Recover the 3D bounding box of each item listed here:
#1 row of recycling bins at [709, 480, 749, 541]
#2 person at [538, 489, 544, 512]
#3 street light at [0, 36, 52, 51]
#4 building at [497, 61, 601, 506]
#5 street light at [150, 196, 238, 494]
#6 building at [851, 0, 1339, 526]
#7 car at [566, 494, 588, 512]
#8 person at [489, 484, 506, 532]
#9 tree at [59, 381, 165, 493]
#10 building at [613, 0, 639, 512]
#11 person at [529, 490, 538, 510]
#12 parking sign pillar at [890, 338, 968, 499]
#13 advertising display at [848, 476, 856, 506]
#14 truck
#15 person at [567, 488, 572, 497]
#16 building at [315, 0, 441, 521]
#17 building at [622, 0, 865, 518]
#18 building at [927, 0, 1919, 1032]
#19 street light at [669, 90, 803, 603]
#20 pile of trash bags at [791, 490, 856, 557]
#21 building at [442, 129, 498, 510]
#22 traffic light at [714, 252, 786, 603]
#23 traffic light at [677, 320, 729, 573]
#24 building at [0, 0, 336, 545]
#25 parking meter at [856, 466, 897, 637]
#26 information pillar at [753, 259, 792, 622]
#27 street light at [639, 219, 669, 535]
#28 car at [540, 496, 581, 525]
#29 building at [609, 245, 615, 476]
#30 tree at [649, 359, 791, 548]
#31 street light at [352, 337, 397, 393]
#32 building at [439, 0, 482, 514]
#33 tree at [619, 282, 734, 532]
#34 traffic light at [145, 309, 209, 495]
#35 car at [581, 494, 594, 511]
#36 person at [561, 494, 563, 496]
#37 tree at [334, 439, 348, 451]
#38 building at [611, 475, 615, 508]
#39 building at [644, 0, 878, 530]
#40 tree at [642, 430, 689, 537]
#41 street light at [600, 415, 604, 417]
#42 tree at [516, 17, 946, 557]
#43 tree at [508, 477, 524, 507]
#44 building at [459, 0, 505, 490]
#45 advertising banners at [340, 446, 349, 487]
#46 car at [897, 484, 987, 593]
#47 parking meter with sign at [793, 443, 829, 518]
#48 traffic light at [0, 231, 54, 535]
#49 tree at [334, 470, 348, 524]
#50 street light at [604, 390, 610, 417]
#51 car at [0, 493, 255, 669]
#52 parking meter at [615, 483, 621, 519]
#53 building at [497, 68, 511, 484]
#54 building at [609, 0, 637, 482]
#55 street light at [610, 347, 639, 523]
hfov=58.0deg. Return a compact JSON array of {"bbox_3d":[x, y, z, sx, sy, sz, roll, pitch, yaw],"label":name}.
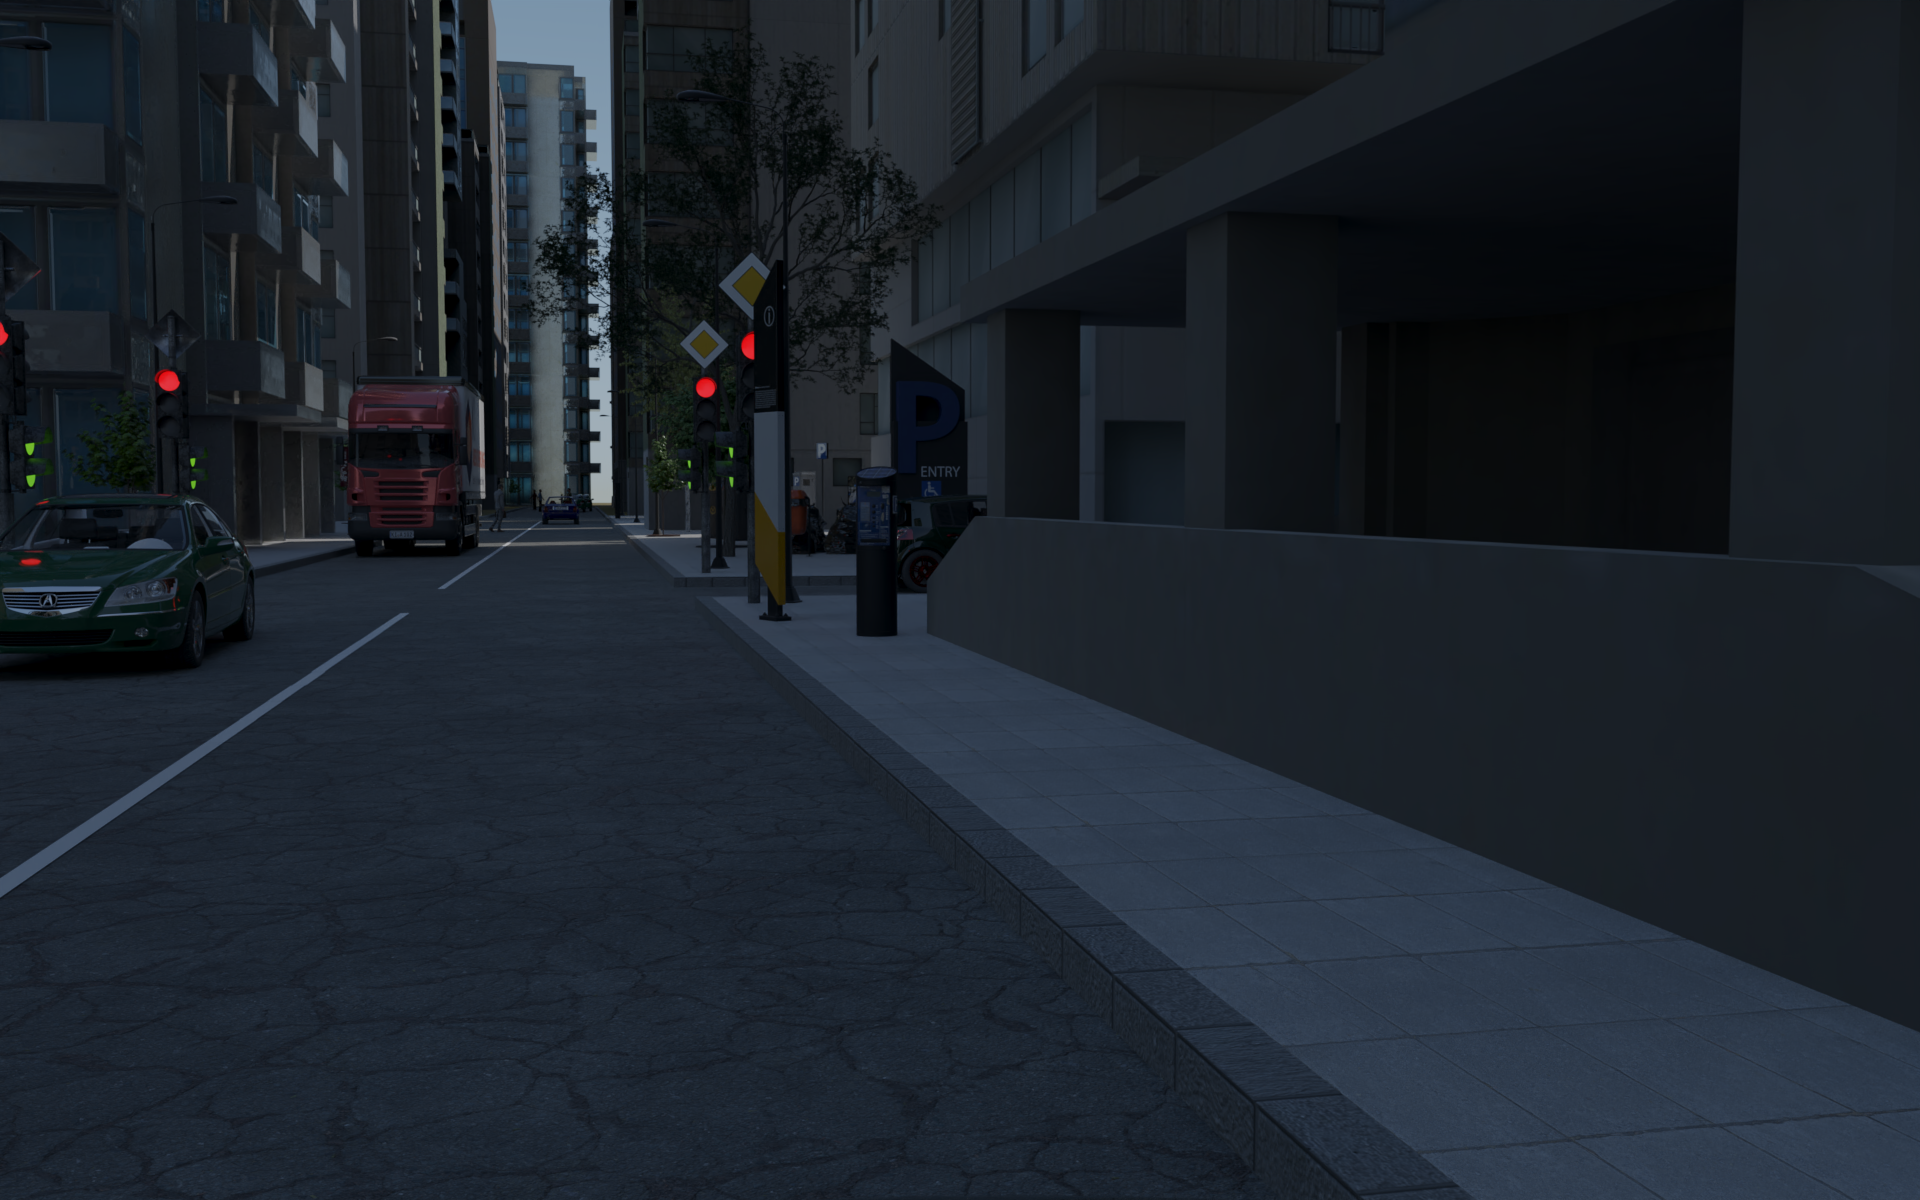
[{"bbox_3d":[-6.392,-2.556,48.901,1.069,1.692,3.534,-1,4,-18],"label":"row of recycling bins"},{"bbox_3d":[-33.688,-7.992,139.153,0.705,1.826,1.348,0,4,3],"label":"person"},{"bbox_3d":[-9.923,-2.759,17.645,1.470,5.913,1.316,-1,4,-12],"label":"street light"},{"bbox_3d":[-55.354,-34.922,190.587,30.456,49.044,23.786,-1,4,-12],"label":"building"},{"bbox_3d":[-11.954,-3.333,27.038,1.470,5.913,1.316,-1,4,-12],"label":"street light"},{"bbox_3d":[12.064,-27.783,43.493,27.495,52.752,28.713,-1,4,-12],"label":"building"},{"bbox_3d":[-30.352,-7.608,136.185,2.131,1.459,4.920,-1,4,-12],"label":"car"},{"bbox_3d":[-17.385,-3.475,65.433,0.709,1.813,0.853,3,4,39],"label":"person"},{"bbox_3d":[-14.044,-2.128,29.396,1.663,3.219,1.824,0,3,0],"label":"tree"},{"bbox_3d":[-15.372,-42.190,128.062,20.563,71.187,20.611,-1,4,-12],"label":"building"},{"bbox_3d":[-37.727,-8.868,153.454,1.348,1.831,0.705,3,5,44],"label":"person"},{"bbox_3d":[-0.536,-2.546,30.093,1.447,3.967,1.447,-1,4,-10],"label":"parking sign pillar"},{"bbox_3d":[-3.704,-3.425,61.212,0.123,1.923,0.974,-2,4,-30],"label":"advertising display"},{"bbox_3d":[-13.499,-3.333,43.412,2.839,4.237,11.283,-1,4,-12],"label":"truck"},{"bbox_3d":[-24.269,-6.045,107.436,0.705,1.812,1.348,-1,4,-20],"label":"person"},{"bbox_3d":[-33.326,-24.572,85.354,14.154,41.232,14.086,-1,4,-12],"label":"building"},{"bbox_3d":[-14.386,-20.743,110.849,14.160,30.474,14.107,-1,4,-12],"label":"building"},{"bbox_3d":[16.913,-19.543,11.405,32.217,40.220,23.993,-1,4,-12],"label":"building"},{"bbox_3d":[-2.570,-2.916,20.211,1.470,5.913,1.316,-1,4,-12],"label":"street light"},{"bbox_3d":[-3.015,-1.667,37.004,1.912,1.369,3.447,1,4,13],"label":"pile of trash bags"},{"bbox_3d":[-44.074,-22.268,135.779,14.160,30.474,14.107,-1,4,-12],"label":"building"},{"bbox_3d":[-2.441,-1.916,20.251,0.839,4.253,0.868,-1,4,-12],"label":"traffic light"},{"bbox_3d":[-4.148,-2.393,28.052,0.839,4.253,0.868,-1,4,-12],"label":"traffic light"},{"bbox_3d":[-28.185,-25.888,42.881,23.786,49.044,30.456,-1,4,-12],"label":"building"},{"bbox_3d":[-0.754,-0.445,15.684,0.372,1.533,0.369,0,3,0],"label":"parking meter"},{"bbox_3d":[-1.926,-1.603,17.558,0.183,3.616,0.504,-3,4,-36],"label":"information pillar"},{"bbox_3d":[-4.679,-3.488,29.568,1.470,5.913,1.316,-1,4,-12],"label":"street light"},{"bbox_3d":[-19.090,-4.295,82.810,1.945,1.354,3.894,-1,4,-13],"label":"car"},{"bbox_3d":[-31.642,-25.716,192.161,14.107,30.474,14.160,-1,4,-12],"label":"building"},{"bbox_3d":[-5.743,-3.547,41.703,4.285,4.588,4.351,0,3,0],"label":"tree"},{"bbox_3d":[-17.351,-4.818,51.322,1.470,5.913,1.316,-1,4,-12],"label":"street light"},{"bbox_3d":[-42.519,-48.805,110.641,22.319,86.520,31.000,-1,4,-12],"label":"building"},{"bbox_3d":[-9.205,-6.577,57.897,4.737,8.622,4.395,0,3,0],"label":"tree"},{"bbox_3d":[-11.922,-2.289,26.341,0.839,4.253,0.868,-1,4,-12],"label":"traffic light"},{"bbox_3d":[-31.503,-8.086,143.996,2.131,1.459,4.920,-1,4,-12],"label":"car"},{"bbox_3d":[-35.391,-8.692,153.871,0.557,1.426,1.065,-1,4,-14],"label":"person"},{"bbox_3d":[-22.664,-5.110,67.264,4.285,4.588,4.351,0,3,0],"label":"tree"},{"bbox_3d":[-17.319,-29.059,166.996,32.217,40.220,23.993,-1,4,-12],"label":"building"},{"bbox_3d":[-5.608,-18.155,68.531,14.160,30.474,14.107,-1,4,-12],"label":"building"},{"bbox_3d":[-8.975,-3.519,52.130,1.663,3.219,1.824,0,3,0],"label":"tree"},{"bbox_3d":[-20.364,-7.884,101.437,1.470,5.913,1.316,-1,4,-12],"label":"street light"},{"bbox_3d":[-4.705,-6.139,34.783,8.767,10.594,7.601,-1,4,-9],"label":"tree"},{"bbox_3d":[-45.306,-11.058,175.398,1.663,3.219,1.824,0,3,0],"label":"tree"},{"bbox_3d":[-47.151,-30.536,149.375,14.600,45.320,14.200,-1,4,-12],"label":"building"},{"bbox_3d":[-22.136,-4.150,64.040,0.090,3.025,2.074,2,4,34],"label":"advertising banners"},{"bbox_3d":[0.662,-0.993,26.019,4.222,1.686,2.009,-1,4,-12],"label":"car"},{"bbox_3d":[-5.283,-3.808,58.520,1.738,3.016,0.543,-3,5,-43],"label":"parking meter with sign"},{"bbox_3d":[-10.215,-1.812,18.540,0.839,4.253,0.868,-1,4,-12],"label":"traffic light"},{"bbox_3d":[-26.238,-4.905,74.806,1.663,3.219,1.824,0,3,0],"label":"tree"},{"bbox_3d":[-15.058,-6.424,77.567,1.470,5.913,1.316,-1,4,-12],"label":"street light"},{"bbox_3d":[-7.525,-0.226,15.496,2.131,1.459,4.920,-1,4,-14],"label":"car"},{"bbox_3d":[-17.960,-5.206,90.830,0.255,1.863,0.399,-1,4,-17],"label":"parking meter"},{"bbox_3d":[-50.295,-29.427,164.727,14.086,41.232,14.154,-1,4,-12],"label":"building"},{"bbox_3d":[-22.132,-30.327,145.959,14.600,45.320,14.200,-1,4,-12],"label":"building"},{"bbox_3d":[-9.970,-4.966,53.733,1.470,5.913,1.316,-1,4,-12],"label":"street light"}]
